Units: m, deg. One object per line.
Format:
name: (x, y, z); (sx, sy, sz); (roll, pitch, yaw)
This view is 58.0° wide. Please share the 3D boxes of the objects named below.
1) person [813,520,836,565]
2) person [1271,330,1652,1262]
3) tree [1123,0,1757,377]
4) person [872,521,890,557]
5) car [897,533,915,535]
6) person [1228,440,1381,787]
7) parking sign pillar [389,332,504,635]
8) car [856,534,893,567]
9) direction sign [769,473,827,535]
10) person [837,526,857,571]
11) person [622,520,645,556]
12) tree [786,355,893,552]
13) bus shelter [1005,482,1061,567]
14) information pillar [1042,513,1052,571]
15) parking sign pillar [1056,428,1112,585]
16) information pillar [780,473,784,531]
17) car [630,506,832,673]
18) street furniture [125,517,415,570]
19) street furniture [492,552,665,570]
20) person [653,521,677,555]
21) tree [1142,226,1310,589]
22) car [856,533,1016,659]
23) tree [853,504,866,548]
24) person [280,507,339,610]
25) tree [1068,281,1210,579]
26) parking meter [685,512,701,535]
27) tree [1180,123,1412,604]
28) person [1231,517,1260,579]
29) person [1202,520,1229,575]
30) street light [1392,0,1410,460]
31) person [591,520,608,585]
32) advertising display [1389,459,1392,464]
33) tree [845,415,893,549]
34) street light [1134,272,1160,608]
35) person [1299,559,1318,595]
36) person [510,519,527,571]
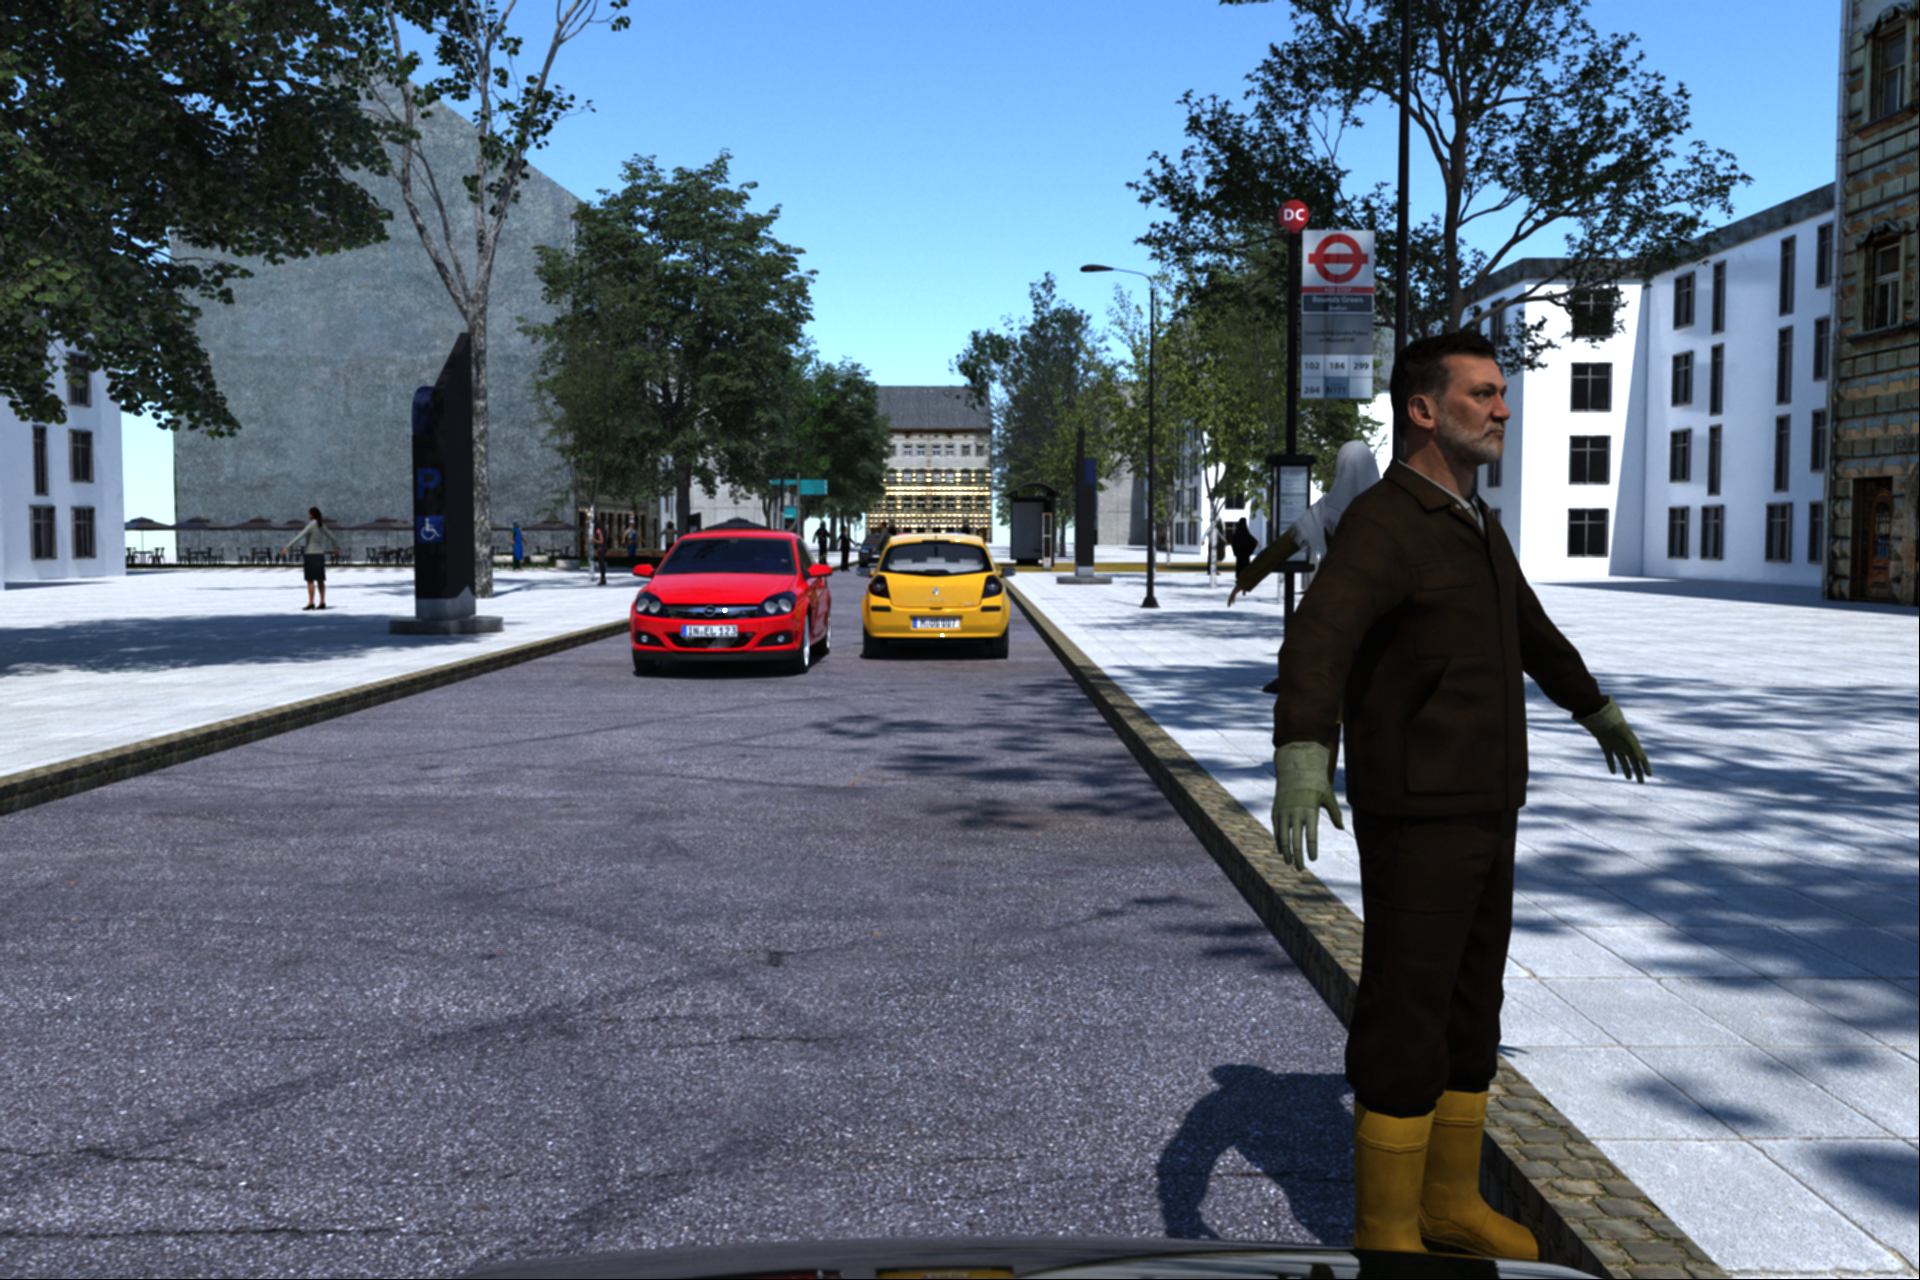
person: (-5.680, -4.050, 71.998); (0.705, 1.856, 1.354); (3, 5, 40)
person: (0.938, 0.324, 3.301); (0.704, 1.812, 1.346); (3, 5, 44)
tree: (5.449, -5.266, 20.519); (7.601, 10.594, 8.767); (-1, 4, -17)
person: (-2.173, -2.451, 48.805); (0.705, 1.796, 1.348); (1, 4, 14)
car: (-2.971, -5.493, 98.856); (2.155, 1.783, 4.494); (0, 4, 0)
person: (1.937, -0.109, 8.557); (1.217, 1.736, 0.721); (1, 4, 11)
parking sign pillar: (-6.734, -2.087, 22.601); (1.447, 3.967, 1.447); (0, 4, 0)
car: (-3.528, -4.068, 76.302); (2.009, 1.686, 4.222); (0, 3, 0)
direction sign: (-7.034, -5.343, 76.127); (2.525, 3.948, 1.411); (0, 4, 1)
person: (-4.353, -3.505, 66.493); (0.721, 1.740, 1.216); (2, 4, 35)
person: (-13.114, -3.884, 69.368); (0.705, 1.847, 1.347); (2, 4, 29)
tree: (-9.221, -13.358, 125.061); (9.857, 13.997, 8.962); (0, 3, 0)
bus shelter: (2.894, -4.638, 69.757); (2.014, 3.302, 5.546); (0, 4, 0)
information pillar: (3.063, -3.456, 60.998); (0.304, 2.012, 0.304); (0, 4, -2)
parking sign pillar: (3.212, -3.435, 44.630); (1.447, 3.967, 1.447); (0, 4, 0)
information pillar: (-6.757, -4.563, 65.967); (0.183, 3.616, 0.504); (0, 4, 1)
car: (-2.448, -0.618, 19.140); (2.155, 1.783, 4.494); (0, 4, 0)
street furniture: (-33.457, -3.731, 66.038); (27.439, 1.986, 14.083); (1, 4, 14)
street furniture: (-12.716, -3.024, 65.063); (10.072, 0.657, 5.734); (0, 4, -6)
person: (-11.588, -3.861, 69.261); (1.348, 1.813, 0.705); (-1, 4, -16)
tree: (6.053, -5.494, 40.196); (4.737, 8.622, 4.395); (0, 3, 0)
car: (-0.295, -0.682, 21.370); (2.015, 1.641, 3.980); (0, 4, -1)
tree: (-9.336, -12.673, 157.562); (4.360, 8.622, 3.978); (0, 3, 0)
person: (-10.983, -1.376, 29.330); (0.721, 1.735, 1.217); (2, 4, 27)
tree: (5.363, -6.074, 49.680); (4.737, 8.622, 4.395); (0, 3, 0)
parking meter: (-7.181, -2.505, 46.661); (0.399, 1.863, 0.255); (0, 4, -1)
tree: (5.892, -4.970, 31.619); (4.360, 8.622, 3.978); (0, 3, 0)
person: (7.698, -2.441, 46.704); (0.721, 1.737, 1.214); (-2, 4, -26)
person: (7.953, -2.945, 54.301); (0.704, 1.810, 1.344); (3, 5, 44)
street light: (3.404, -2.365, 11.209); (1.470, 5.913, 1.316); (0, 3, 0)
person: (-9.040, -2.195, 43.398); (0.415, 1.643, 0.593); (-3, 4, -38)
advertising display: (3.749, -0.567, 14.485); (0.123, 1.923, 0.974); (0, 4, 0)
tree: (-9.394, -13.456, 145.768); (9.928, 11.665, 9.643); (0, 3, 0)
street light: (3.853, -3.513, 29.985); (1.470, 5.913, 1.316); (0, 4, 0)
person: (7.384, -1.875, 36.807); (0.704, 1.811, 1.347); (0, 4, 5)
person: (-15.331, -3.296, 60.018); (0.704, 1.817, 1.347); (0, 4, 5)
